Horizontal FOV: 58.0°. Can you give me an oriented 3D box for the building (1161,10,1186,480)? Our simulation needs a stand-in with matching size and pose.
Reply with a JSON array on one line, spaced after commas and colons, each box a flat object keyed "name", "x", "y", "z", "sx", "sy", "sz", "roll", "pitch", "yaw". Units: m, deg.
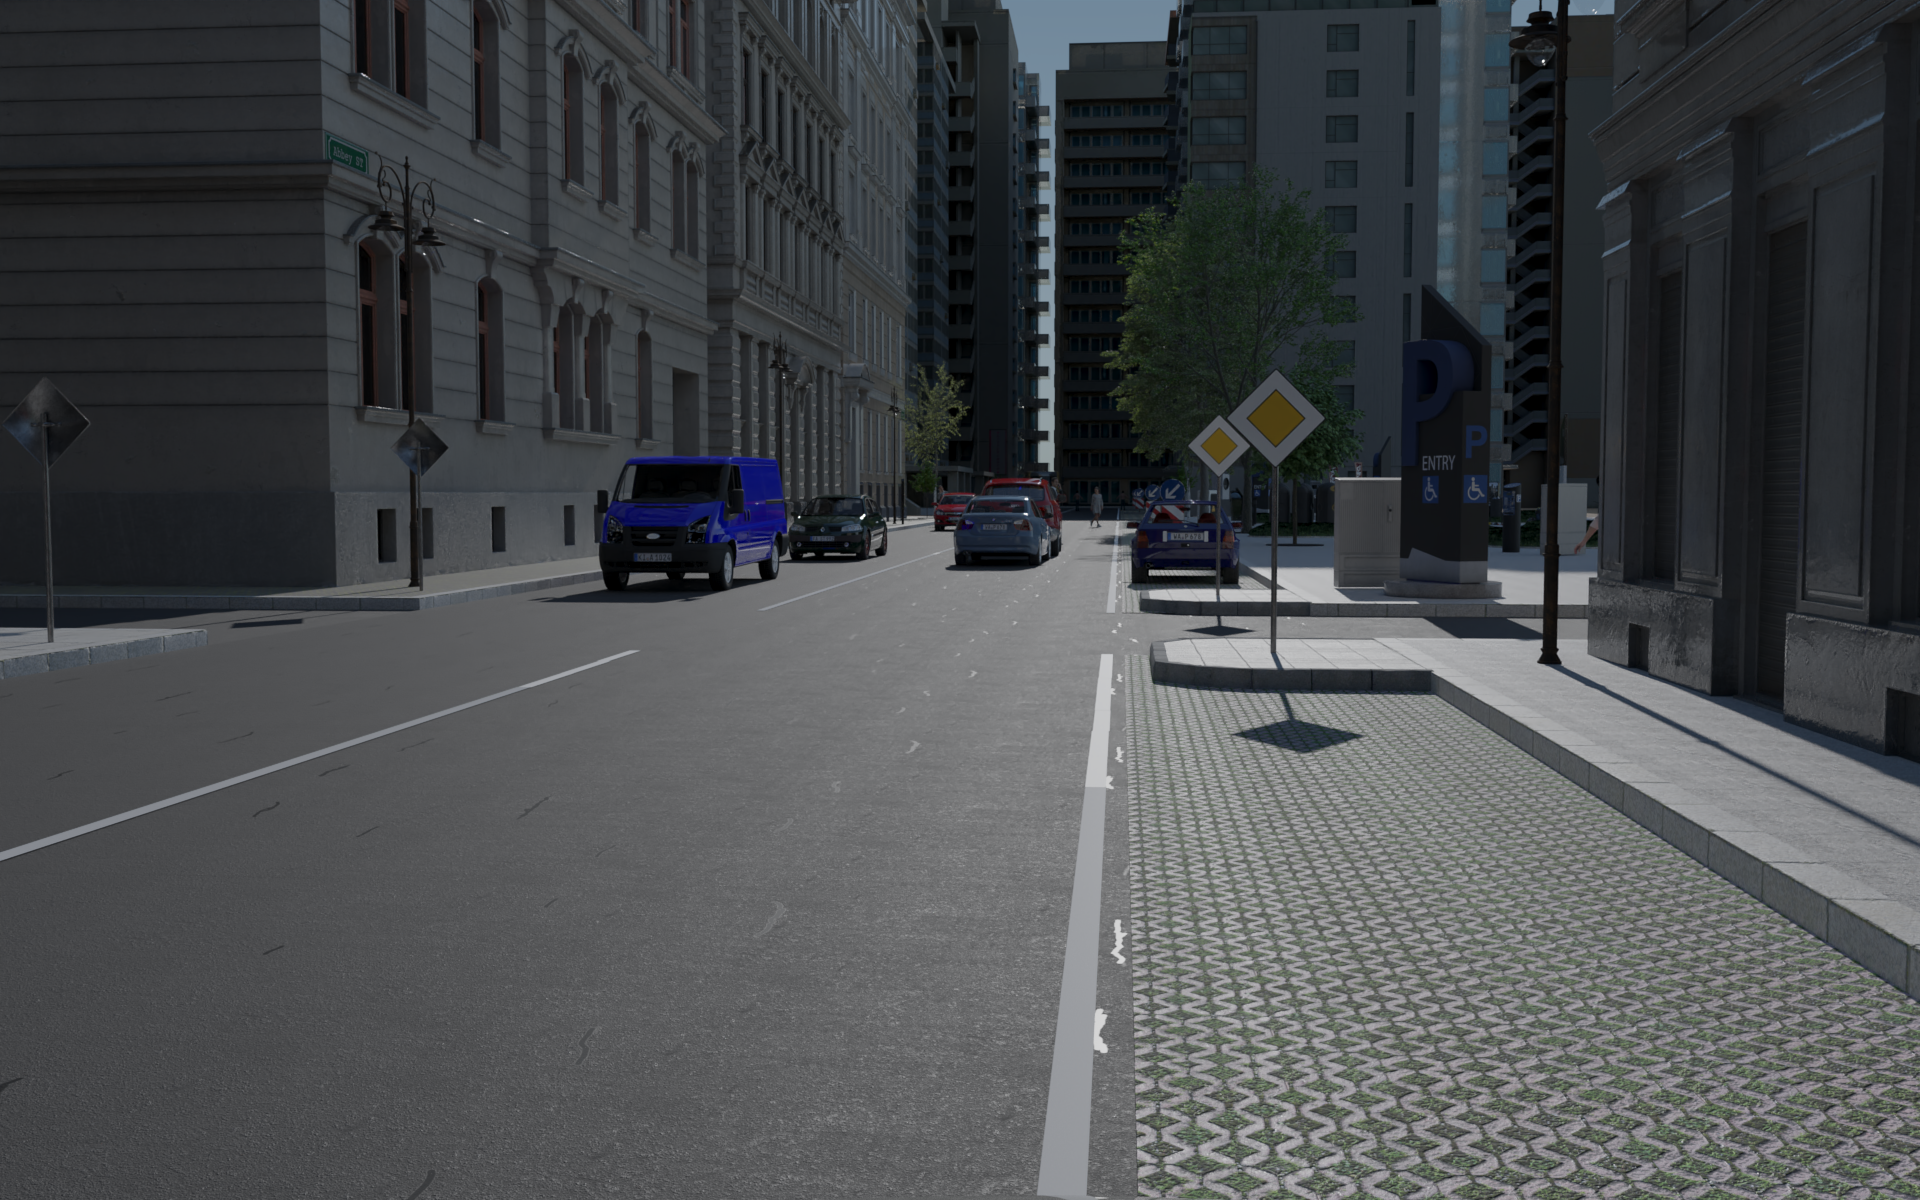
[{"name": "building", "x": 29.503, "y": -30.689, "z": 156.388, "sx": 22.147, "sy": 44.769, "sz": 28.867, "roll": 0, "pitch": 4, "yaw": 5}]

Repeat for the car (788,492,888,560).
[{"name": "car", "x": -2.716, "y": -1.786, "z": 38.993, "sx": 2.009, "sy": 1.686, "sz": 4.222, "roll": 0, "pitch": 4, "yaw": 6}]

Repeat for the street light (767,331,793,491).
[{"name": "street light", "x": -5.104, "y": -4.682, "z": 49.336, "sx": 0.468, "sy": 5.910, "sz": 1.993, "roll": 0, "pitch": 4, "yaw": 5}]

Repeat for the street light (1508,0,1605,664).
[{"name": "street light", "x": 4.466, "y": -2.456, "z": 12.944, "sx": 0.468, "sy": 5.910, "sz": 1.993, "roll": 0, "pitch": 4, "yaw": 5}]

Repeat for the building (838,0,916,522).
[{"name": "building", "x": -9.729, "y": -17.773, "z": 76.495, "sx": 13.634, "sy": 28.700, "sz": 20.117, "roll": 0, "pitch": 4, "yaw": 5}]

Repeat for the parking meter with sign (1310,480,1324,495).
[{"name": "parking meter with sign", "x": 19.694, "y": -6.078, "z": 95.632, "sx": 1.738, "sy": 3.016, "sz": 0.543, "roll": 2, "pitch": 4, "yaw": 28}]

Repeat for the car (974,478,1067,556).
[{"name": "car", "x": 1.419, "y": -2.022, "z": 41.740, "sx": 2.281, "sy": 1.827, "sz": 5.304, "roll": 0, "pitch": 4, "yaw": 4}]

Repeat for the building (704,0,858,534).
[{"name": "building", "x": -10.101, "y": -13.929, "z": 56.613, "sx": 11.050, "sy": 23.489, "sz": 19.941, "roll": 0, "pitch": 4, "yaw": 5}]

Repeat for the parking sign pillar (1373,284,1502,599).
[{"name": "parking sign pillar", "x": 6.084, "y": -2.034, "z": 21.733, "sx": 1.447, "sy": 3.967, "sz": 1.447, "roll": -1, "pitch": 4, "yaw": -19}]

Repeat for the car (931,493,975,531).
[{"name": "car", "x": -0.034, "y": -3.654, "z": 68.789, "sx": 2.155, "sy": 1.783, "sz": 4.494, "roll": 0, "pitch": 4, "yaw": 3}]

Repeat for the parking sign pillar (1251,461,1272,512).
[{"name": "parking sign pillar", "x": 16.037, "y": -6.388, "z": 92.908, "sx": 1.447, "sy": 3.967, "sz": 1.447, "roll": 2, "pitch": 4, "yaw": 35}]

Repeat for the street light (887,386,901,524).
[{"name": "street light", "x": -2.808, "y": -6.199, "z": 74.146, "sx": 0.468, "sy": 5.910, "sz": 1.993, "roll": 0, "pitch": 4, "yaw": 5}]

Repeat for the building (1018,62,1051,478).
[{"name": "building", "x": -5.117, "y": -35.085, "z": 193.246, "sx": 30.456, "sy": 49.044, "sz": 23.786, "roll": 0, "pitch": 4, "yaw": 5}]

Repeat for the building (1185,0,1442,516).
[{"name": "building", "x": 20.734, "y": -20.381, "z": 104.939, "sx": 14.160, "sy": 30.474, "sz": 14.107, "roll": 0, "pitch": 4, "yaw": 5}]

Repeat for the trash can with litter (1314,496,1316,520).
[{"name": "trash can with litter", "x": 18.048, "y": -4.543, "z": 85.334, "sx": 2.233, "sy": 1.210, "sz": 1.678, "roll": -1, "pitch": 4, "yaw": -21}]

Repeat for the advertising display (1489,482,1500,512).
[{"name": "advertising display", "x": 27.716, "y": -5.217, "z": 90.513, "sx": 0.123, "sy": 1.923, "sz": 0.974, "roll": -3, "pitch": 5, "yaw": -43}]

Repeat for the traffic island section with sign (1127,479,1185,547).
[{"name": "traffic island section with sign", "x": 5.570, "y": -2.314, "z": 46.470, "sx": 1.989, "sy": 1.847, "sz": 2.006, "roll": 0, "pitch": 4, "yaw": 5}]

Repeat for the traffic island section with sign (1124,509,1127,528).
[{"name": "traffic island section with sign", "x": 8.071, "y": -3.968, "z": 73.510, "sx": 1.989, "sy": 1.847, "sz": 2.006, "roll": 0, "pitch": 4, "yaw": 5}]

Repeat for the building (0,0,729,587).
[{"name": "building", "x": -13.736, "y": -15.118, "z": 34.562, "sx": 14.401, "sy": 28.519, "sz": 23.554, "roll": 0, "pitch": 4, "yaw": 5}]

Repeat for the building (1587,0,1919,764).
[{"name": "building", "x": 8.872, "y": -9.468, "z": 3.946, "sx": 9.793, "sy": 20.994, "sz": 18.267, "roll": 0, "pitch": 4, "yaw": 5}]

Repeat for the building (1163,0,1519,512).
[{"name": "building", "x": 27.164, "y": -31.017, "z": 126.741, "sx": 23.786, "sy": 49.044, "sz": 30.456, "roll": 0, "pitch": 4, "yaw": 5}]

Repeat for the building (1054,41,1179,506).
[{"name": "building", "x": 21.297, "y": -34.618, "z": 189.701, "sx": 21.600, "sy": 48.544, "sz": 21.300, "roll": 0, "pitch": 4, "yaw": 5}]

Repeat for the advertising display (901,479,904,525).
[{"name": "advertising display", "x": -2.426, "y": -4.169, "z": 73.385, "sx": 0.123, "sy": 1.923, "sz": 0.974, "roll": 0, "pitch": 4, "yaw": -3}]

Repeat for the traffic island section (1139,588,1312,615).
[{"name": "traffic island section", "x": 3.291, "y": 0.019, "z": 21.976, "sx": 2.009, "sy": 0.180, "sz": 2.903, "roll": 0, "pitch": 4, "yaw": 5}]

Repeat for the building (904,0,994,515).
[{"name": "building", "x": -13.727, "y": -27.205, "z": 136.676, "sx": 32.217, "sy": 40.220, "sz": 23.993, "roll": 0, "pitch": 4, "yaw": 5}]

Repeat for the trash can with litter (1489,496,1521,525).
[{"name": "trash can with litter", "x": 22.304, "y": -3.668, "z": 71.031, "sx": 1.678, "sy": 1.210, "sz": 2.233, "roll": -3, "pitch": 5, "yaw": -45}]

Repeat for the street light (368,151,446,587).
[{"name": "street light", "x": -7.561, "y": -3.123, "z": 23.847, "sx": 0.468, "sy": 5.910, "sz": 1.993, "roll": 0, "pitch": 4, "yaw": 5}]

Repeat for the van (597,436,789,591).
[{"name": "van", "x": -4.175, "y": -1.416, "z": 27.544, "sx": 2.240, "sy": 2.365, "sz": 5.245, "roll": 0, "pitch": 4, "yaw": 6}]

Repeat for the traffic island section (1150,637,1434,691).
[{"name": "traffic island section", "x": 2.556, "y": 0.505, "z": 14.025, "sx": 2.009, "sy": 0.180, "sz": 2.903, "roll": 0, "pitch": 4, "yaw": 5}]

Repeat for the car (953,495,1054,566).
[{"name": "car", "x": 0.918, "y": -1.474, "z": 36.105, "sx": 2.014, "sy": 1.417, "sz": 4.499, "roll": 0, "pitch": 4, "yaw": 7}]

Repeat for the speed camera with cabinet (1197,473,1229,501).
[{"name": "speed camera with cabinet", "x": 10.941, "y": -4.915, "z": 74.702, "sx": 0.660, "sy": 3.252, "sz": 2.038, "roll": 2, "pitch": 4, "yaw": 34}]

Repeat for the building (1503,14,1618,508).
[{"name": "building", "x": 55.888, "y": -31.225, "z": 160.647, "sx": 14.200, "sy": 45.320, "sz": 14.600, "roll": 0, "pitch": 4, "yaw": 5}]

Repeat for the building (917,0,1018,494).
[{"name": "building", "x": -5.652, "y": -32.976, "z": 162.864, "sx": 21.600, "sy": 48.544, "sz": 21.300, "roll": 0, "pitch": 4, "yaw": 5}]
